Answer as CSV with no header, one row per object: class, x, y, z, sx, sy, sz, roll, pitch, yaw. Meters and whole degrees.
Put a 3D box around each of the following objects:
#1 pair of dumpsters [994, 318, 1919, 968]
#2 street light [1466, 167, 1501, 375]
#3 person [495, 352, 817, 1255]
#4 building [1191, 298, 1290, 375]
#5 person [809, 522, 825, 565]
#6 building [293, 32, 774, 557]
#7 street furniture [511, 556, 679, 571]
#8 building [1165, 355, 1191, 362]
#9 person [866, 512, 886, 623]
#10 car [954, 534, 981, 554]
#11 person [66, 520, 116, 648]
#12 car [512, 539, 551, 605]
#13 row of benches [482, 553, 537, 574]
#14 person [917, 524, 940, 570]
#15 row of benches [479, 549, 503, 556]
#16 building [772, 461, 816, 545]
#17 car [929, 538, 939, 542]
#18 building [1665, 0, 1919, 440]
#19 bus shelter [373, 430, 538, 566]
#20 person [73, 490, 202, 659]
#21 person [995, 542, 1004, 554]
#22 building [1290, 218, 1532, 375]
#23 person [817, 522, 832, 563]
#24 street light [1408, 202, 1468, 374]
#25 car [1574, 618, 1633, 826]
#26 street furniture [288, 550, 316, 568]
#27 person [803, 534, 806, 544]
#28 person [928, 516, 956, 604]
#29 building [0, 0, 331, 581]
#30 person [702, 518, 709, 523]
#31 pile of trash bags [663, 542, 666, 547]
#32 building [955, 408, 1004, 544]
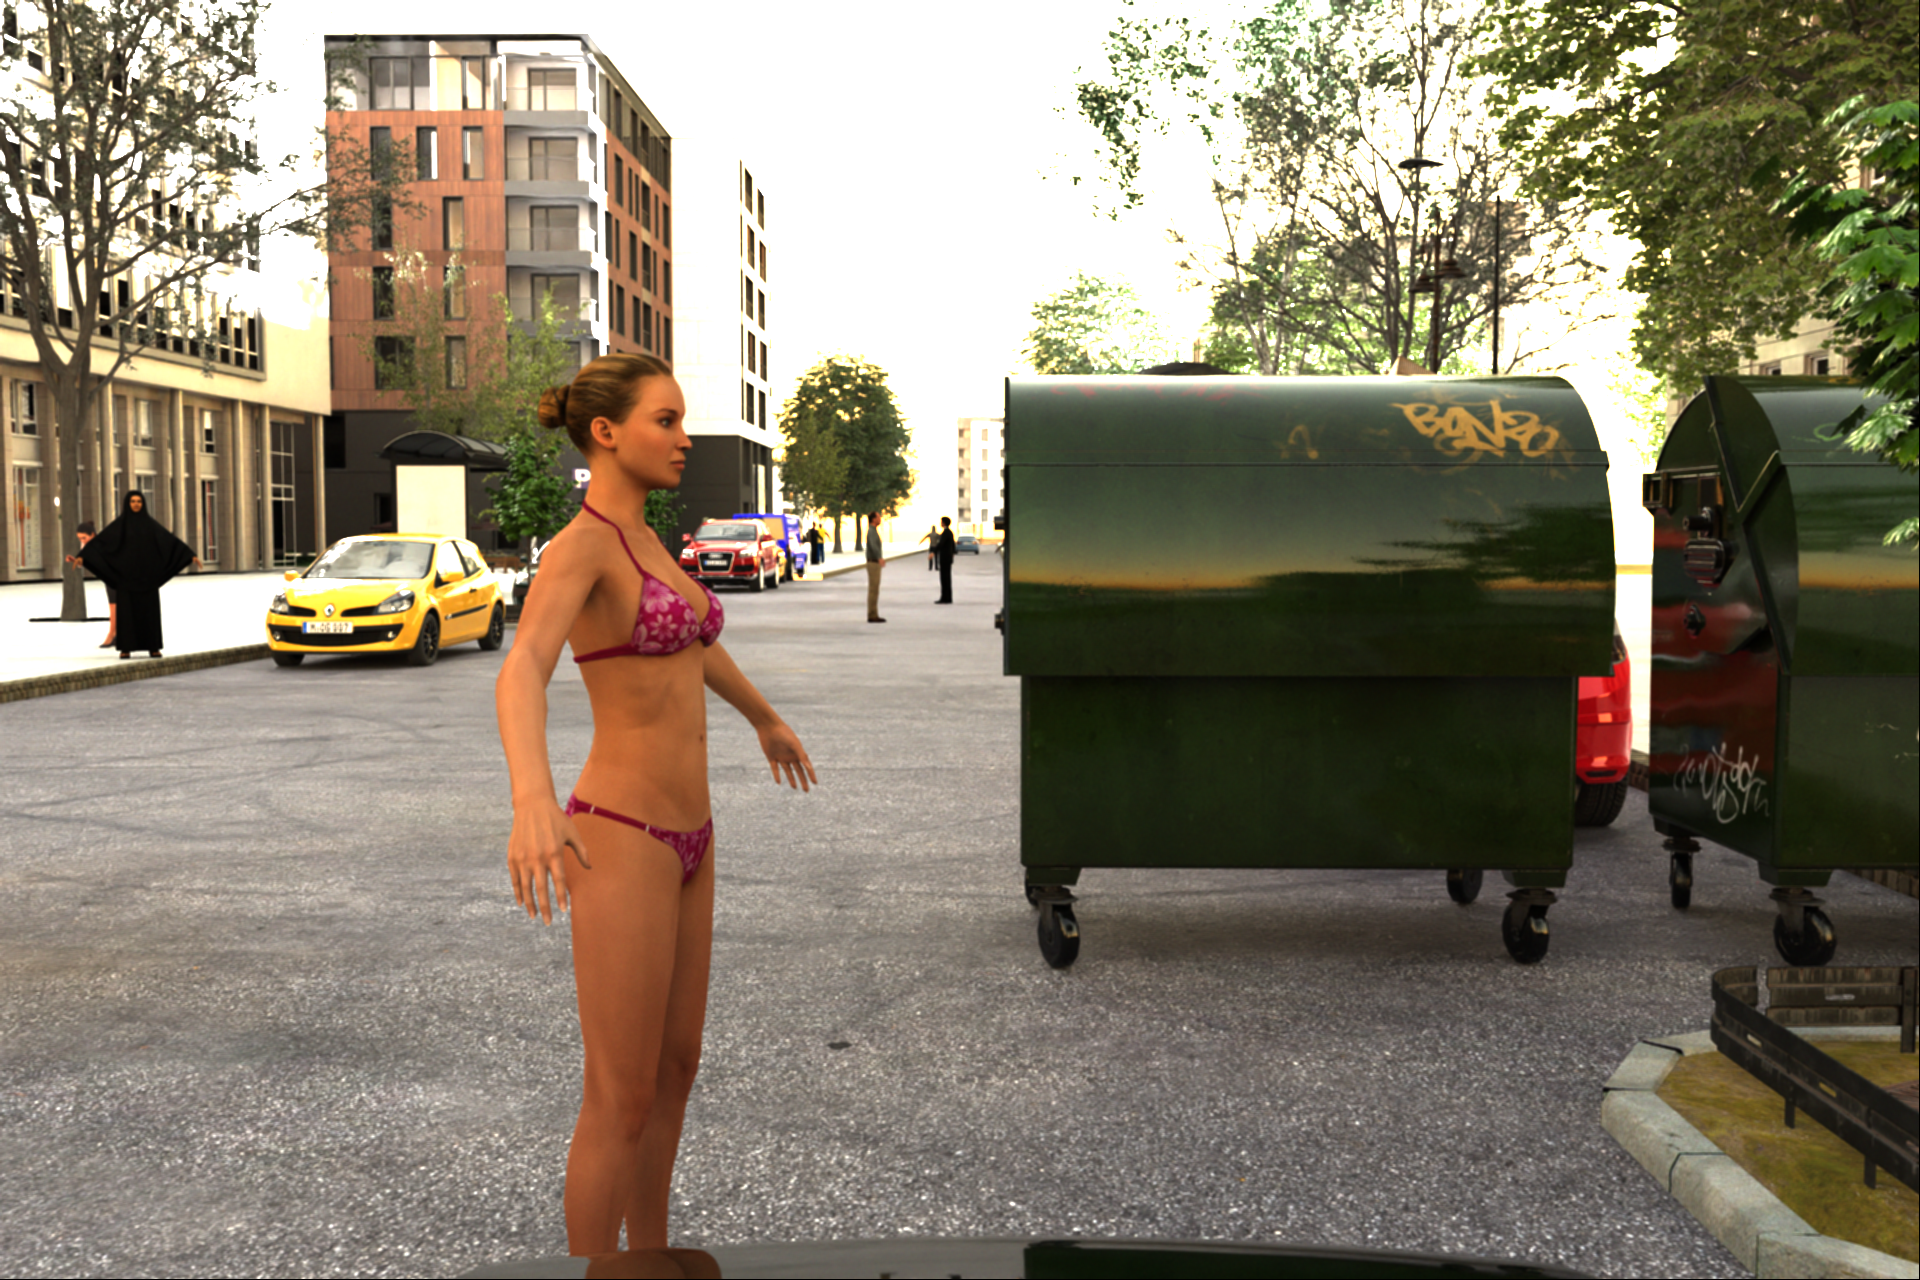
pair of dumpsters,2.338,-0.073,6.147,4.436,2.255,1.574,0,4,1
street light,7.191,-2.996,21.533,1.470,5.913,1.316,0,4,1
person,-0.471,0.388,2.916,0.721,1.733,1.217,1,4,11
building,27.836,-16.298,132.937,16.747,18.905,31.486,0,4,1
person,-6.076,-4.050,72.448,0.704,1.802,1.346,2,4,27
building,-25.360,-14.891,87.437,27.936,21.610,32.646,0,4,1
street furniture,-12.859,-2.908,63.170,5.734,0.657,10.072,0,4,3
building,28.565,-19.167,179.837,16.747,18.905,31.486,0,4,2
person,-1.370,-1.190,28.184,0.705,1.796,1.348,0,4,-6
car,0.457,-6.794,123.092,2.014,1.417,4.499,0,4,0
person,-9.712,-0.633,19.585,0.628,1.438,0.799,-1,4,-21
car,-6.594,-1.265,30.464,2.009,1.686,4.222,0,4,1
row of benches,-15.082,-2.534,56.902,4.104,0.672,1.422,2,4,24
person,-1.029,-3.650,68.260,1.348,1.813,0.705,1,4,8
row of benches,-20.354,-3.294,69.322,4.104,0.672,1.422,-2,4,-28
building,-22.171,-16.576,213.159,9.099,9.664,28.070,0,3,0
car,-1.411,-7.637,134.651,2.009,1.686,4.222,0,4,1
building,26.402,-14.791,39.090,12.463,27.353,25.104,0,4,1
bus shelter,-10.365,-2.600,36.438,2.014,3.302,5.546,0,4,1
person,-8.480,-0.678,17.871,1.214,1.737,0.721,-2,4,-32
person,1.607,-2.418,48.121,1.348,1.813,0.705,-2,4,-29
building,26.315,-15.548,110.631,16.016,20.090,11.380,0,4,1
person,-6.214,-4.332,76.792,1.349,1.833,0.705,-3,4,-39
street light,6.732,-3.167,24.561,0.468,5.910,1.993,0,4,1
car,2.348,-0.058,9.992,2.155,1.783,4.494,0,4,1
street furniture,-29.071,-3.160,67.288,10.072,0.657,5.734,-1,4,-15
person,-6.444,-3.713,67.436,0.721,1.740,1.216,3,5,44
person,-0.324,-1.659,35.770,0.705,1.806,1.347,1,4,19
building,-32.035,-14.295,41.326,19.016,26.051,41.698,0,4,1
person,-8.882,-3.361,60.739,0.705,1.856,1.354,0,4,-4
pile of trash bags,-9.892,-2.628,52.713,1.912,1.369,3.447,0,4,1
building,-0.177,-23.920,249.971,11.380,20.090,16.016,-1,4,-9
